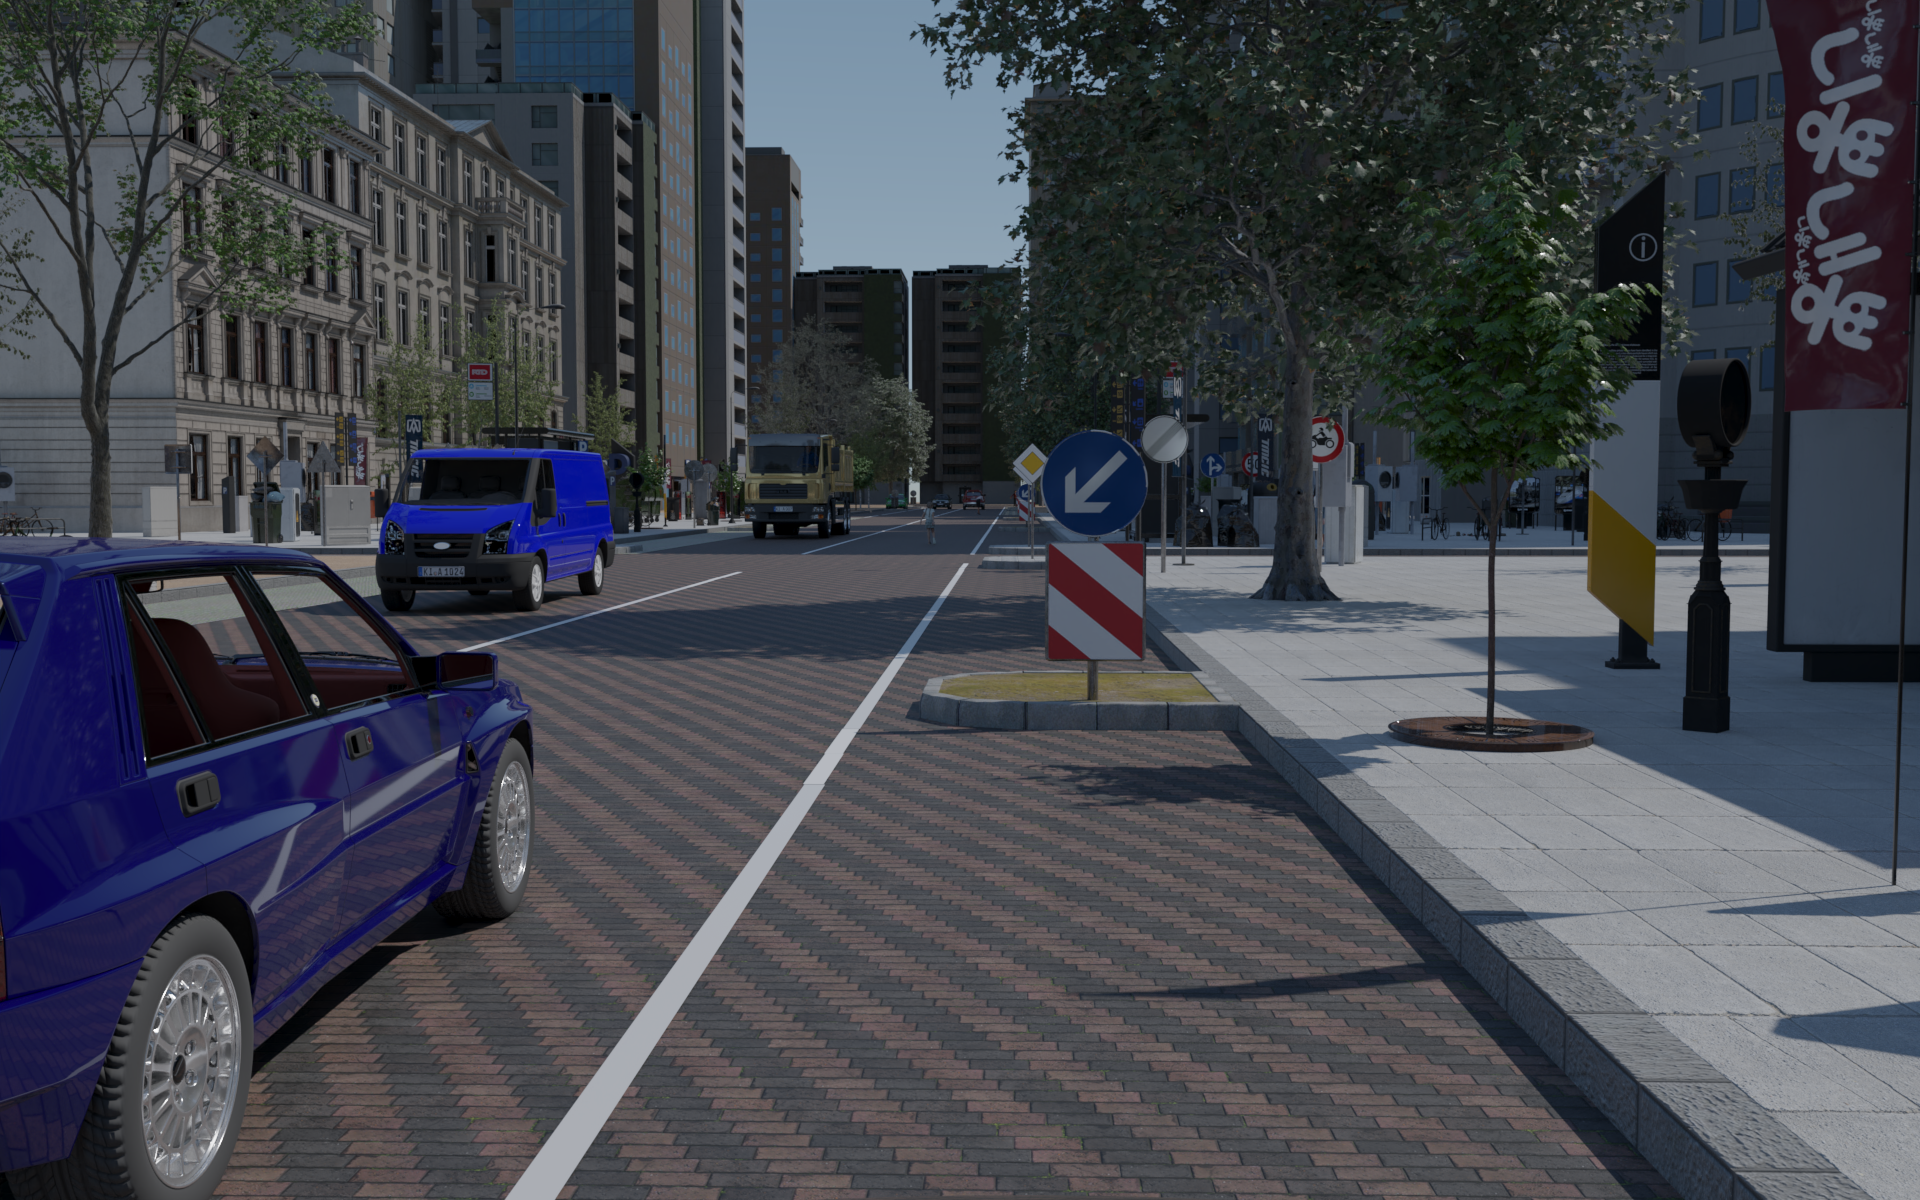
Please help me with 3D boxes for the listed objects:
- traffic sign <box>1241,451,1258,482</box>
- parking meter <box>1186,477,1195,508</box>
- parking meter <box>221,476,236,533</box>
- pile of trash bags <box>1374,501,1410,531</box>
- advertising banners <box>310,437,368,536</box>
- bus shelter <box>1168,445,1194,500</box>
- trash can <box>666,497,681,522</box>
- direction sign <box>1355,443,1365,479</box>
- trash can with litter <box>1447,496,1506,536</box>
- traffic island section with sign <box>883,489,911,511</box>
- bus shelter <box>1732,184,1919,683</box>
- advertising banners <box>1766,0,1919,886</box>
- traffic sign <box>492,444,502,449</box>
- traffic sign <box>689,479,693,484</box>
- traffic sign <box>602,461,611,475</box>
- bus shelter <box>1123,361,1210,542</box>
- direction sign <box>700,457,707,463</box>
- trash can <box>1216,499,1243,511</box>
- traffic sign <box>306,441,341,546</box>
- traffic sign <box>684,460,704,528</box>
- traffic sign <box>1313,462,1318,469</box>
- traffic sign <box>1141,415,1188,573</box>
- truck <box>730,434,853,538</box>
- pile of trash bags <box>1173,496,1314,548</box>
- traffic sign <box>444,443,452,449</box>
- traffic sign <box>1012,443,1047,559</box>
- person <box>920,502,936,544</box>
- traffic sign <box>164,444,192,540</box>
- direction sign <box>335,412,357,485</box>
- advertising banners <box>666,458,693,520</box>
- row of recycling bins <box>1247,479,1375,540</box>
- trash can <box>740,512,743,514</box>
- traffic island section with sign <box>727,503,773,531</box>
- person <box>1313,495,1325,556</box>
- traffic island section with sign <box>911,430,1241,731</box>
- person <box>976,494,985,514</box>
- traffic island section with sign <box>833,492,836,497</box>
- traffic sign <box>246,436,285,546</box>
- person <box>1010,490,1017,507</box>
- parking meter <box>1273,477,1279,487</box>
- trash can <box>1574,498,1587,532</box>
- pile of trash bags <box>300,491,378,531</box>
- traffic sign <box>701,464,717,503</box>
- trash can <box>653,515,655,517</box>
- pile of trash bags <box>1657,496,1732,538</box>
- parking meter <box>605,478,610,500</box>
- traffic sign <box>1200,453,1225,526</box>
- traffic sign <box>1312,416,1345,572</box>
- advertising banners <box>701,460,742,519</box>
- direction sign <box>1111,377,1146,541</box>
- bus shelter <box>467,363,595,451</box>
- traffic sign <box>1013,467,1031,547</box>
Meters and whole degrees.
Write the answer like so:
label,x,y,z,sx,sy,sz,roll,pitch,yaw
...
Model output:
label,x,y,z,sx,sy,sz,roll,pitch,yaw
traffic sign,8.781,-3.158,51.736,0.768,2.556,0.104,0,4,7
parking meter,7.639,-3.203,58.086,0.399,1.863,0.255,3,5,40
parking meter,-23.876,-3.108,56.529,0.399,1.863,0.255,2,4,32
pile of trash bags,14.930,-3.161,61.438,1.912,1.369,3.447,0,4,6
advertising banners,-19.089,-3.493,53.306,2.074,3.025,0.090,1,4,16
bus shelter,7.344,-4.290,64.066,2.014,3.302,5.546,0,4,2
trash can,-13.452,-4.249,81.128,0.748,1.137,0.748,0,3,0
direction sign,17.676,-5.179,76.681,0.379,3.537,0.876,-1,4,-13
trash can with litter,15.777,-2.559,52.899,2.233,1.210,1.678,-1,4,-14
traffic island section with sign,-5.430,-8.398,145.927,1.989,1.847,2.006,0,4,2
bus shelter,6.263,-0.938,9.252,2.014,3.302,5.546,0,4,2
advertising banners,3.576,-0.572,5.548,2.074,3.025,0.090,0,4,5
traffic sign,-9.212,-1.889,34.520,0.795,2.450,0.064,0,4,2
traffic sign,-14.230,-5.683,93.029,0.768,2.556,0.104,0,4,8
traffic sign,-8.963,-2.377,42.501,0.795,2.450,0.064,0,4,2
bus shelter,5.623,-4.397,49.525,2.179,5.291,8.768,0,4,2
direction sign,-15.578,-6.929,105.292,0.379,3.537,0.876,1,4,21
trash can,7.530,-2.249,48.427,0.748,1.137,0.748,0,3,0
traffic sign,-15.559,-2.589,42.331,0.884,2.594,0.081,0,4,7
traffic sign,-9.959,-3.961,64.873,0.768,2.556,0.104,0,4,4
traffic sign,6.030,-1.732,30.452,0.606,2.300,0.079,1,4,10
traffic sign,3.318,-1.717,28.180,0.768,2.556,0.104,0,4,3
truck,-5.341,-3.799,58.039,3.469,3.379,9.791,0,4,2
pile of trash bags,6.899,-1.987,42.243,3.447,1.369,1.912,1,4,10
traffic sign,-12.950,-2.680,43.826,0.884,2.594,0.081,1,4,8
traffic sign,1.427,-1.867,34.169,0.795,2.450,0.064,0,4,2
person,-0.914,-2.201,49.499,0.505,1.210,0.382,1,4,12
traffic sign,-16.069,-2.048,35.614,0.606,2.300,0.079,1,4,9
direction sign,-17.097,-3.443,48.298,0.379,3.537,0.876,1,4,19
advertising banners,-13.876,-5.452,85.332,0.090,3.025,2.074,2,4,33
row of recycling bins,9.857,-2.547,48.748,3.534,1.692,1.069,0,4,0
trash can,-13.134,-5.542,102.270,0.748,1.137,0.748,0,3,0
traffic island section with sign,-7.893,-3.579,67.145,1.989,1.847,2.006,0,4,2
person,7.575,-1.683,36.044,0.654,1.822,0.581,0,4,0
traffic island section with sign,0.747,-0.174,11.465,1.989,1.847,2.006,0,4,2
person,1.426,-6.732,121.751,0.628,1.438,0.799,0,4,1
traffic island section with sign,-7.047,-5.227,94.087,1.989,1.847,2.006,0,4,2
traffic sign,-13.778,-2.030,34.373,0.795,2.450,0.064,0,4,6
person,6.099,-11.153,190.812,1.348,1.831,0.705,-2,4,-27
parking meter,10.029,-3.051,55.603,0.255,1.863,0.399,-3,4,-36
trash can,21.085,-2.867,58.528,0.748,1.137,0.748,0,3,0
pile of trash bags,-21.400,-3.068,59.910,3.447,1.369,1.912,2,4,25
traffic sign,-10.496,-4.412,72.245,0.768,2.556,0.104,0,4,5
trash can,-17.417,-5.229,97.143,0.748,1.137,0.748,0,3,0
pile of trash bags,21.097,-2.543,51.330,3.447,1.369,1.912,2,4,31
parking meter,-11.350,-3.015,55.010,0.255,1.863,0.399,3,5,44
traffic sign,7.882,-3.302,54.101,0.768,2.556,0.104,0,4,6
traffic sign,5.907,-1.730,28.397,0.768,2.556,0.104,1,4,9
advertising banners,-12.276,-5.690,89.221,2.074,3.025,0.090,-1,4,-14
direction sign,3.149,-2.479,32.521,0.379,3.537,0.876,-3,5,-40
bus shelter,-13.870,-4.771,55.643,2.179,5.291,8.768,0,4,2
traffic sign,1.676,-2.355,42.150,0.795,2.450,0.064,0,4,2
